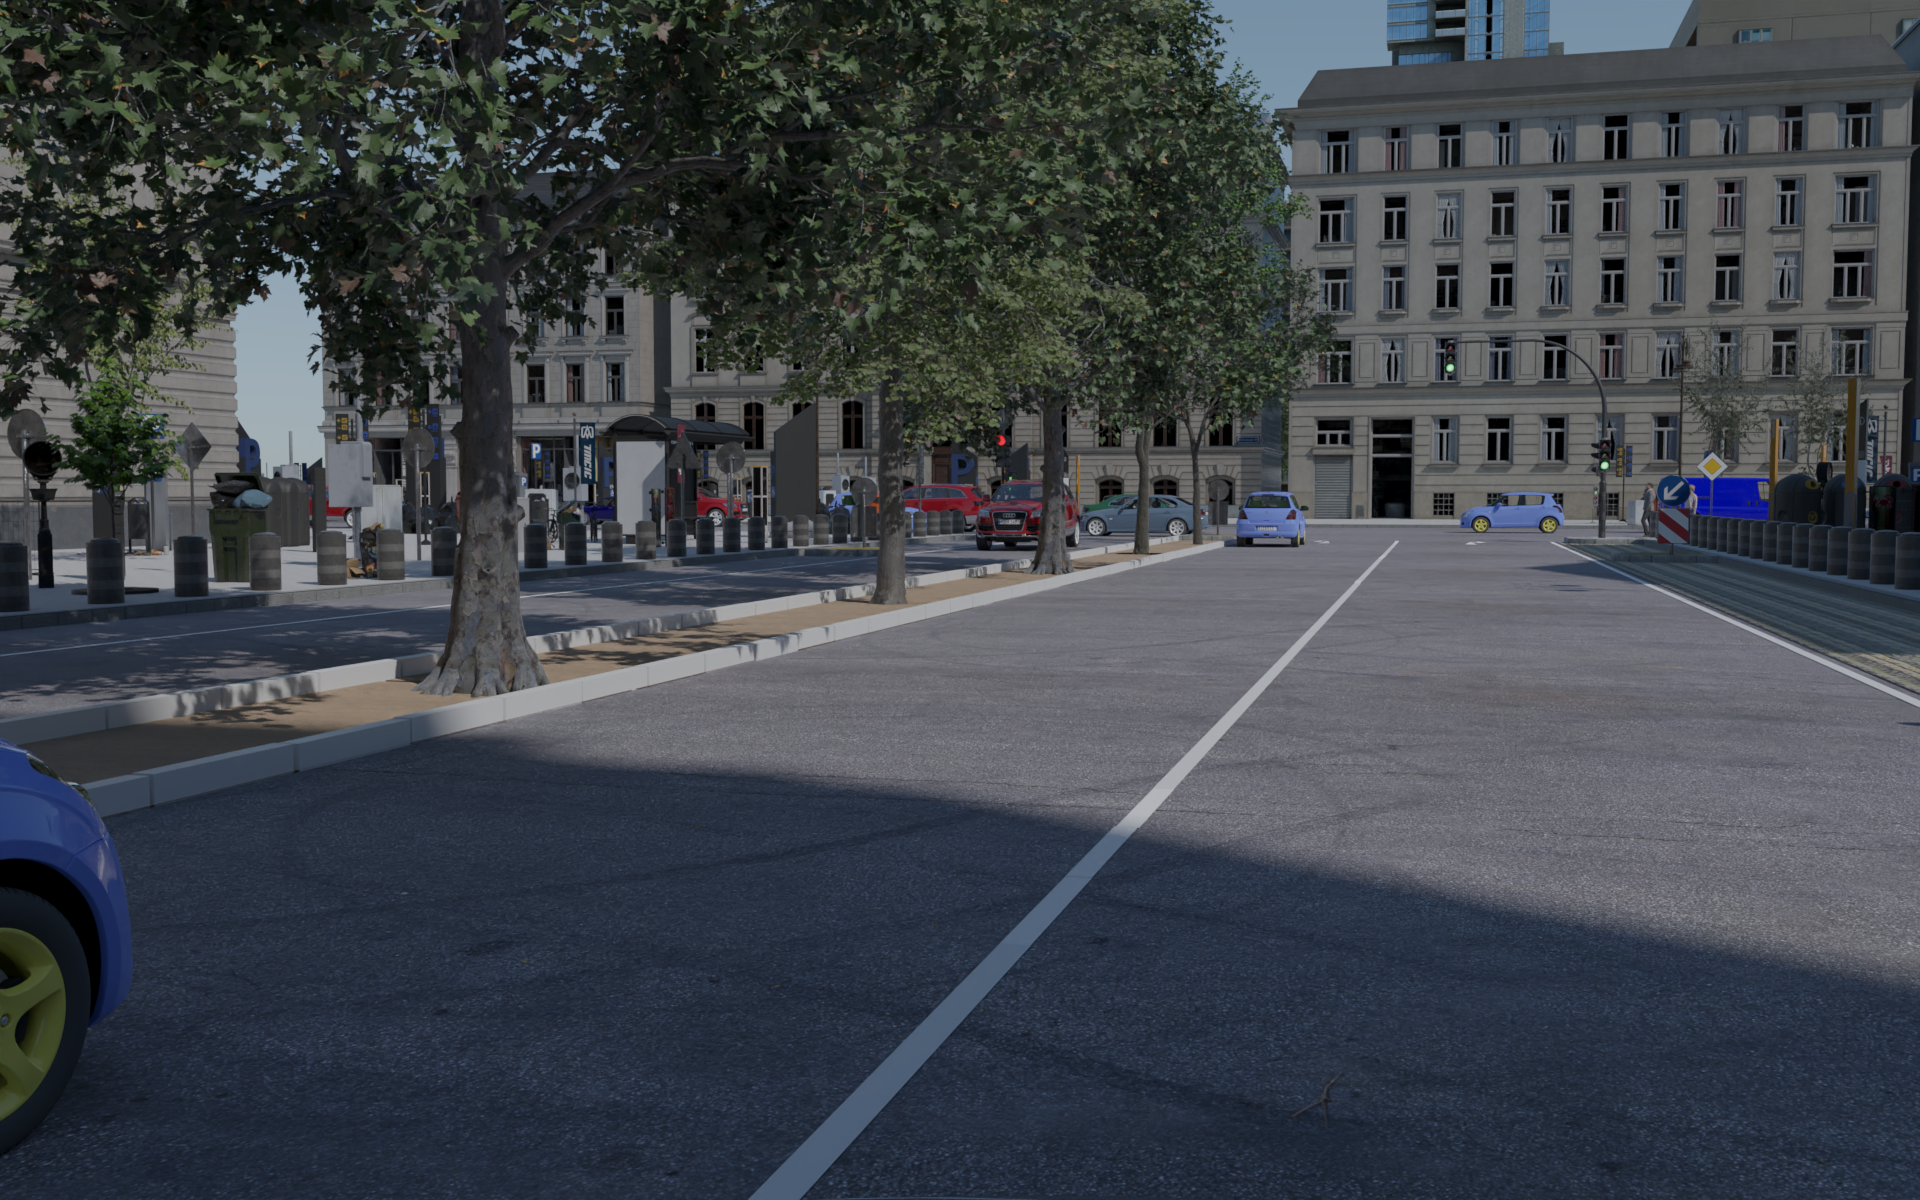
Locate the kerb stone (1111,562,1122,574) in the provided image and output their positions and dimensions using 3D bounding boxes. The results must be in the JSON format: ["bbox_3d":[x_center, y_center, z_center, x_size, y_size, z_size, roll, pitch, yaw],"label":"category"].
[{"bbox_3d":[2.723,-0.547,31.196,0.120,0.150,1.000,1,4,15],"label":"kerb stone"}]

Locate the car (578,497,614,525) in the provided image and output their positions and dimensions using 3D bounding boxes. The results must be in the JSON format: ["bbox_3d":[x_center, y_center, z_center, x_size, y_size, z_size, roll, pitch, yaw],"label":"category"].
[{"bbox_3d":[-16.127,-4.173,80.808,3.894,1.354,1.945,1,4,14],"label":"car"}]

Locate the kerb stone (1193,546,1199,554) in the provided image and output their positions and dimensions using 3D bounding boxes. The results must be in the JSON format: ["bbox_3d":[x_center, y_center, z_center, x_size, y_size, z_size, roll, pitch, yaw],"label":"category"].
[{"bbox_3d":[5.476,-1.148,41.091,0.120,0.150,1.000,1,4,15],"label":"kerb stone"}]

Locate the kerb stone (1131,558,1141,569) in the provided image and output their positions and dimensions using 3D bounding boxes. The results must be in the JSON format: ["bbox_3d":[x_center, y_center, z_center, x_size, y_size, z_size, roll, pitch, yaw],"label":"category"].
[{"bbox_3d":[3.266,-0.668,33.172,0.120,0.150,1.000,1,4,15],"label":"kerb stone"}]

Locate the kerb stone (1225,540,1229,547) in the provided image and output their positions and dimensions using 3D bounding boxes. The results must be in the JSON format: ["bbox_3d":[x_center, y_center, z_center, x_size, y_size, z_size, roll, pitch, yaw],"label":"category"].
[{"bbox_3d":[7.122,-1.519,47.026,0.120,0.150,1.000,1,4,15],"label":"kerb stone"}]

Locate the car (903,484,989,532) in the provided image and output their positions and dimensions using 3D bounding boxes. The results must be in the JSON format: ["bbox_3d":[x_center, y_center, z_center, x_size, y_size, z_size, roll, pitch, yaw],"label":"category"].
[{"bbox_3d":[-1.360,-3.484,65.632,5.304,1.827,2.281,1,4,17],"label":"car"}]

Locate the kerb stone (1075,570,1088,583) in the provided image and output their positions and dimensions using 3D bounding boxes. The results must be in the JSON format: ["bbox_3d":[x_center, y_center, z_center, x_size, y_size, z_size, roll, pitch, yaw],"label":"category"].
[{"bbox_3d":[1.890,-0.369,28.224,0.120,0.150,1.000,1,4,15],"label":"kerb stone"}]

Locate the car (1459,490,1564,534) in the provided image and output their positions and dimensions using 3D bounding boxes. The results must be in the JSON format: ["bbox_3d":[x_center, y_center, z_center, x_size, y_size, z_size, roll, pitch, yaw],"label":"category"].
[{"bbox_3d":[20.347,-3.321,63.895,3.694,1.707,1.945,1,4,15],"label":"car"}]

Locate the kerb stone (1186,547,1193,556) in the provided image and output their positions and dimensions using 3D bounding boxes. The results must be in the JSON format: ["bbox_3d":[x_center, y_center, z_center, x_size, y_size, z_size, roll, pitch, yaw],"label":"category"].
[{"bbox_3d":[5.198,-1.094,40.104,0.120,0.150,1.000,1,4,15],"label":"kerb stone"}]

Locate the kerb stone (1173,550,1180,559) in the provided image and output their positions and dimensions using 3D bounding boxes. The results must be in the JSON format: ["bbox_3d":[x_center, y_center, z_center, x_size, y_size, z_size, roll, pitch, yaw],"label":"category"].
[{"bbox_3d":[4.645,-0.974,38.122,0.120,0.150,1.000,1,4,15],"label":"kerb stone"}]

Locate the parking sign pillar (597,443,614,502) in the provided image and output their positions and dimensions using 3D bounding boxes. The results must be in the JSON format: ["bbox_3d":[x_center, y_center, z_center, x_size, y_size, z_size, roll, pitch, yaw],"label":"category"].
[{"bbox_3d":[-18.390,-6.274,91.044,1.447,3.967,1.447,3,5,40],"label":"parking sign pillar"}]

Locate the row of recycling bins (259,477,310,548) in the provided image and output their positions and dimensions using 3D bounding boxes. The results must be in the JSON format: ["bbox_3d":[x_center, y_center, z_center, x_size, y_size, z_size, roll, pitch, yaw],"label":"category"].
[{"bbox_3d":[-16.640,-2.119,41.766,1.069,1.692,3.534,0,4,2],"label":"row of recycling bins"}]

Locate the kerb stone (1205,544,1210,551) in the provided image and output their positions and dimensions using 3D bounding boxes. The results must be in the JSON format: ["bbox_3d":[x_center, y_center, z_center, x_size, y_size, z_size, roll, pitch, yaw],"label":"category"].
[{"bbox_3d":[6.018,-1.277,43.071,0.120,0.150,1.000,1,4,15],"label":"kerb stone"}]

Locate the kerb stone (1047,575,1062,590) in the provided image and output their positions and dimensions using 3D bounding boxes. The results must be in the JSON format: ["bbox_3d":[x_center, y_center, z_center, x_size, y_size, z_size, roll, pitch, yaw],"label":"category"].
[{"bbox_3d":[1.344,-0.241,26.238,0.120,0.150,1.000,1,4,15],"label":"kerb stone"}]

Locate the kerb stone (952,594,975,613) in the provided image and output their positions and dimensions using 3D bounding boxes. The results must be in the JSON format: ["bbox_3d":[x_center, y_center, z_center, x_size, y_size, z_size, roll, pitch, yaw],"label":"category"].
[{"bbox_3d":[-0.036,0.055,21.291,0.120,0.150,1.000,1,4,15],"label":"kerb stone"}]

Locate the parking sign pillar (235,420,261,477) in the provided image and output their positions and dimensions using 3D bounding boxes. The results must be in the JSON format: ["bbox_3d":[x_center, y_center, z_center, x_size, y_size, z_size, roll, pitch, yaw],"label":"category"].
[{"bbox_3d":[-24.845,-4.398,60.378,1.447,3.967,1.447,0,4,3],"label":"parking sign pillar"}]

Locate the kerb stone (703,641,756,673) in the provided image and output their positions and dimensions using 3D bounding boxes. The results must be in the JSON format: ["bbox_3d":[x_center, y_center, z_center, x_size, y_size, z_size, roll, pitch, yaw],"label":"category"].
[{"bbox_3d":[-1.957,0.479,14.370,0.120,0.150,1.000,1,4,15],"label":"kerb stone"}]

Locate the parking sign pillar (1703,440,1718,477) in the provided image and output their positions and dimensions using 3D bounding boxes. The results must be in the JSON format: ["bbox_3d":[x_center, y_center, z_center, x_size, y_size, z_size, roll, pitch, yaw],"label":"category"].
[{"bbox_3d":[33.400,-5.420,77.096,1.447,3.967,1.447,2,4,29],"label":"parking sign pillar"}]

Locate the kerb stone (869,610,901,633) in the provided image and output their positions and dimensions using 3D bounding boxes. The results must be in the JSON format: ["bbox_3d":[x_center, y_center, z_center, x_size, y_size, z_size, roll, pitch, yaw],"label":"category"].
[{"bbox_3d":[-0.858,0.237,18.326,0.120,0.150,1.000,1,4,15],"label":"kerb stone"}]

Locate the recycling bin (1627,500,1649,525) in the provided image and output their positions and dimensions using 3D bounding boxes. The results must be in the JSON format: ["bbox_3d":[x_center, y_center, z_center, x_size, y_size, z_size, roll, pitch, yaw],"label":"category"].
[{"bbox_3d":[27.884,-3.579,71.066,0.722,1.027,0.722,0,4,-3],"label":"recycling bin"}]

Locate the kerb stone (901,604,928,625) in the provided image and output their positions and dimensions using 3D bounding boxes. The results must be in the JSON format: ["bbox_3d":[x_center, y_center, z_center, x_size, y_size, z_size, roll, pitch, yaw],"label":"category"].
[{"bbox_3d":[-0.587,0.178,19.316,0.120,0.150,1.000,1,4,15],"label":"kerb stone"}]

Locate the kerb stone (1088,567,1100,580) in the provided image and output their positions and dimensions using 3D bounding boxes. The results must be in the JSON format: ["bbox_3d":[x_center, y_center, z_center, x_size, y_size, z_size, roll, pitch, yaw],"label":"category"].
[{"bbox_3d":[2.166,-0.429,29.214,0.120,0.150,1.000,1,4,15],"label":"kerb stone"}]

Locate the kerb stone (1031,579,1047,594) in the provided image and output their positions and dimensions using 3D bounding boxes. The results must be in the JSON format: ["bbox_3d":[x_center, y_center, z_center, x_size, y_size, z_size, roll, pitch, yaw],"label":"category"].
[{"bbox_3d":[1.068,-0.187,25.251,0.120,0.150,1.000,1,4,15],"label":"kerb stone"}]

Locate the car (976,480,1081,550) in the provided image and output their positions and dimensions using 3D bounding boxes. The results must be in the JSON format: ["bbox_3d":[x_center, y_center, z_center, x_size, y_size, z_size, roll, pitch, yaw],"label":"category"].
[{"bbox_3d":[1.846,-2.257,45.572,2.281,1.827,5.304,1,4,14],"label":"car"}]

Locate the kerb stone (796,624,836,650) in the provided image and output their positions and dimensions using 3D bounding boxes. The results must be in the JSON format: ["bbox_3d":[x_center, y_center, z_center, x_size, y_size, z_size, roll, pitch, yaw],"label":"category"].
[{"bbox_3d":[-1.420,0.358,16.350,0.120,0.150,1.000,1,4,15],"label":"kerb stone"}]

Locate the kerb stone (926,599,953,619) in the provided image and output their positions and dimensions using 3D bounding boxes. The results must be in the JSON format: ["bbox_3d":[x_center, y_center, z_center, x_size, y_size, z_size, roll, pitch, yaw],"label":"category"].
[{"bbox_3d":[-0.311,0.116,20.303,0.120,0.150,1.000,1,4,15],"label":"kerb stone"}]

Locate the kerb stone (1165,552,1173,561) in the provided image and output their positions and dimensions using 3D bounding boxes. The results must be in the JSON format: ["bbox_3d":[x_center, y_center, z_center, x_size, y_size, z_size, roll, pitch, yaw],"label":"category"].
[{"bbox_3d":[4.379,-0.914,37.131,0.120,0.150,1.000,1,4,15],"label":"kerb stone"}]

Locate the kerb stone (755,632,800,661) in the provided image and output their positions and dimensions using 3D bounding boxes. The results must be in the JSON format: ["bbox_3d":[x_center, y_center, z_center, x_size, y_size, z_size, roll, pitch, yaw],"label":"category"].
[{"bbox_3d":[-1.675,0.423,15.358,0.120,0.150,1.000,1,4,15],"label":"kerb stone"}]

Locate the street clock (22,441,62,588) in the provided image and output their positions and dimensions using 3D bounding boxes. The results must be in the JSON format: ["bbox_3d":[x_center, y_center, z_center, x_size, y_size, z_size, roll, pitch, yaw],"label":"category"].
[{"bbox_3d":[-12.483,-1.164,23.604,0.471,2.002,0.358,-2,4,-30],"label":"street clock"}]

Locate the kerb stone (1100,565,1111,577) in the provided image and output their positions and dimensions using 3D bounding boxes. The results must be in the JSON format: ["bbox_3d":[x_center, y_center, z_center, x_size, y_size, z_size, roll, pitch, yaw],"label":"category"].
[{"bbox_3d":[2.445,-0.490,30.209,0.120,0.150,1.000,1,4,15],"label":"kerb stone"}]

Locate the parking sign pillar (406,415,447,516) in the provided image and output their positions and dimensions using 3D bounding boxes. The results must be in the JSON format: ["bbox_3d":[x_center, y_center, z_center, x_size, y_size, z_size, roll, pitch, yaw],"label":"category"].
[{"bbox_3d":[-18.383,-4.352,59.634,1.447,3.967,1.447,1,4,13],"label":"parking sign pillar"}]

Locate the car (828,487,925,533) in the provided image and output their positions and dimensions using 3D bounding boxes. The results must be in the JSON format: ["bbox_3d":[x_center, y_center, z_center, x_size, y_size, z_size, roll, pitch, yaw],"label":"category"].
[{"bbox_3d":[-2.892,-3.133,60.822,3.694,1.707,1.945,1,4,17],"label":"car"}]

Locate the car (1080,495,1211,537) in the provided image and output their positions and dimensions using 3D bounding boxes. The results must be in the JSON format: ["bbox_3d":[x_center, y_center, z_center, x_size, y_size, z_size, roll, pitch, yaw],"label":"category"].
[{"bbox_3d":[6.255,-2.861,58.782,4.499,1.417,2.014,1,4,17],"label":"car"}]

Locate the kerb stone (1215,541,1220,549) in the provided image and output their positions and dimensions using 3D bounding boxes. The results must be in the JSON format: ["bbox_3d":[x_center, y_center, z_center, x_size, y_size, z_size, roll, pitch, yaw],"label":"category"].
[{"bbox_3d":[6.572,-1.397,45.044,0.120,0.150,1.000,1,4,15],"label":"kerb stone"}]

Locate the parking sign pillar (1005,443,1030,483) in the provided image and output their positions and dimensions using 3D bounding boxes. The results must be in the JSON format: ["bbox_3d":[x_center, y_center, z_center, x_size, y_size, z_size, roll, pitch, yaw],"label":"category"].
[{"bbox_3d":[3.044,-6.293,91.356,1.447,3.967,1.447,2,4,29],"label":"parking sign pillar"}]

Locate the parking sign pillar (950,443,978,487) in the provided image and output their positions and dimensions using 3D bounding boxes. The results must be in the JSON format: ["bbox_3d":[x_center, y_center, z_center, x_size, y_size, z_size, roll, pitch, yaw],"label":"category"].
[{"bbox_3d":[0.200,-5.857,84.233,1.447,3.967,1.447,1,4,15],"label":"parking sign pillar"}]

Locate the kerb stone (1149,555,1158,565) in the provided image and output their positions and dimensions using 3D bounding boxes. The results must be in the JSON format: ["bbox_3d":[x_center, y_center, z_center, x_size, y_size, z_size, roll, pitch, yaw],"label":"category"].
[{"bbox_3d":[3.820,-0.792,35.149,0.120,0.150,1.000,1,4,15],"label":"kerb stone"}]

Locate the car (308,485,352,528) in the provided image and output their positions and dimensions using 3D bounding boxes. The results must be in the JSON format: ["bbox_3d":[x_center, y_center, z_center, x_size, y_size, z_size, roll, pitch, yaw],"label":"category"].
[{"bbox_3d":[-26.806,-4.001,74.086,5.304,1.827,2.281,1,4,15],"label":"car"}]

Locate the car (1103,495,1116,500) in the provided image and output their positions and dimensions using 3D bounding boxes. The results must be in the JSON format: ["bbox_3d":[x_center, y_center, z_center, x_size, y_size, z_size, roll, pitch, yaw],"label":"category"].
[{"bbox_3d":[7.379,-3.568,68.128,4.222,1.686,2.009,1,4,16],"label":"car"}]

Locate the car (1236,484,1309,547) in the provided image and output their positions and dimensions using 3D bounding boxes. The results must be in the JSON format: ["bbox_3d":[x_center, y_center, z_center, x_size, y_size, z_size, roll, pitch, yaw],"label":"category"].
[{"bbox_3d":[8.640,-2.345,47.932,1.945,1.707,3.694,1,4,15],"label":"car"}]

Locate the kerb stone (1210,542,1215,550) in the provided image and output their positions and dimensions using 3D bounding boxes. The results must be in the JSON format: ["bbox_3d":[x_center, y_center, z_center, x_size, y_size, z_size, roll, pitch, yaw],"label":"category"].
[{"bbox_3d":[6.299,-1.337,44.056,0.120,0.150,1.000,1,4,15],"label":"kerb stone"}]

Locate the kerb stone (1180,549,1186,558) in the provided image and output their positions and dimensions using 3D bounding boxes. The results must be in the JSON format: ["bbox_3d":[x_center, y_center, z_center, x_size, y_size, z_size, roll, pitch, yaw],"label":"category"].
[{"bbox_3d":[4.925,-1.030,39.117,0.120,0.150,1.000,1,4,15],"label":"kerb stone"}]

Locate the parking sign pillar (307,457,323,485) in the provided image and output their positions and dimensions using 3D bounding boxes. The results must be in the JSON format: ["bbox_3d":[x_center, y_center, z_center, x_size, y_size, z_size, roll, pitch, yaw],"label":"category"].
[{"bbox_3d":[-47.293,-8.481,127.142,1.447,3.967,1.447,1,4,14],"label":"parking sign pillar"}]

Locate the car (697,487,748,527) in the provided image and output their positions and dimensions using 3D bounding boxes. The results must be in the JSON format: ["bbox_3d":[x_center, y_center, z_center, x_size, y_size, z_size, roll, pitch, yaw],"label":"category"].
[{"bbox_3d":[-11.931,-4.154,76.591,5.304,1.827,2.281,1,4,16],"label":"car"}]

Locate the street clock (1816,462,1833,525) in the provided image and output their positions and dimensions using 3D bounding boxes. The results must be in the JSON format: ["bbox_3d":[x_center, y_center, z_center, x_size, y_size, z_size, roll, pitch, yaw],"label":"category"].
[{"bbox_3d":[19.463,-2.108,39.033,0.358,2.002,0.471,3,5,41],"label":"street clock"}]

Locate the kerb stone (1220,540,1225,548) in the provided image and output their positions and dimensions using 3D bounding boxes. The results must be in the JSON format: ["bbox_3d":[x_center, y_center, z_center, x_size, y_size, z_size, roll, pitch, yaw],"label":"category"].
[{"bbox_3d":[6.844,-1.458,46.032,0.120,0.150,1.000,1,4,15],"label":"kerb stone"}]

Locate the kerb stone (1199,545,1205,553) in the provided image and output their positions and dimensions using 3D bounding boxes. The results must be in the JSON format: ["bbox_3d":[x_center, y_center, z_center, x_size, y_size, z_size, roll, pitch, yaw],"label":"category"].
[{"bbox_3d":[5.753,-1.216,42.081,0.120,0.150,1.000,1,4,15],"label":"kerb stone"}]

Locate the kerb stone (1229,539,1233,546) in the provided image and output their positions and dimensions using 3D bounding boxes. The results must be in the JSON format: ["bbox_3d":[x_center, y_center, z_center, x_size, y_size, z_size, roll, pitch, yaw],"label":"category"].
[{"bbox_3d":[7.390,-1.579,48.015,0.120,0.150,1.000,1,4,15],"label":"kerb stone"}]

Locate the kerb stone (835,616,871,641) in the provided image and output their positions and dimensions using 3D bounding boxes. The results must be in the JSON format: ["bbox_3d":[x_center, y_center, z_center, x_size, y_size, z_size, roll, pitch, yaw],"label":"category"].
[{"bbox_3d":[-1.134,0.297,17.334,0.120,0.150,1.000,1,4,15],"label":"kerb stone"}]

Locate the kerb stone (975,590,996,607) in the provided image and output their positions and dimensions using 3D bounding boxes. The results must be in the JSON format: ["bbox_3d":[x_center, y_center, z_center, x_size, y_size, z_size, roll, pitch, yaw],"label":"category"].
[{"bbox_3d":[0.244,-0.005,22.279,0.120,0.150,1.000,1,4,15],"label":"kerb stone"}]

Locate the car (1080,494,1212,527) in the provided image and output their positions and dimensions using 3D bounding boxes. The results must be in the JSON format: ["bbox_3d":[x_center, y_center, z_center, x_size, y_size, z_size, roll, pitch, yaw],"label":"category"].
[{"bbox_3d":[6.892,-3.200,64.119,4.920,1.459,2.131,1,4,17],"label":"car"}]

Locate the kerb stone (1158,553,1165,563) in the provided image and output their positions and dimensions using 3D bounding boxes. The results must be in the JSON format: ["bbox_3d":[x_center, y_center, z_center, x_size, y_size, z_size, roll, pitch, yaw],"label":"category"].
[{"bbox_3d":[4.086,-0.853,36.139,0.120,0.150,1.000,1,4,15],"label":"kerb stone"}]

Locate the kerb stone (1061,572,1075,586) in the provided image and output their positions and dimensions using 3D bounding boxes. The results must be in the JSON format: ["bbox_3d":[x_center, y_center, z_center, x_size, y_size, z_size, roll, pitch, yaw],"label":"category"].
[{"bbox_3d":[1.613,-0.308,27.230,0.120,0.150,1.000,1,4,15],"label":"kerb stone"}]

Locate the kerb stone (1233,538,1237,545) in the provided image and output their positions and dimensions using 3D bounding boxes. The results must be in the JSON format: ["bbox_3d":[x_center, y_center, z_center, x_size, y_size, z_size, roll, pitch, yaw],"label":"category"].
[{"bbox_3d":[7.673,-1.640,49.004,0.120,0.150,1.000,1,4,15],"label":"kerb stone"}]

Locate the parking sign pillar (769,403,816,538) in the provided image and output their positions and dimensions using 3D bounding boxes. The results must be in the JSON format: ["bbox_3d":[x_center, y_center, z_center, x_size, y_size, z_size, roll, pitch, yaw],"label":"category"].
[{"bbox_3d":[-4.893,-3.817,50.883,1.447,3.967,1.447,-2,4,-29],"label":"parking sign pillar"}]

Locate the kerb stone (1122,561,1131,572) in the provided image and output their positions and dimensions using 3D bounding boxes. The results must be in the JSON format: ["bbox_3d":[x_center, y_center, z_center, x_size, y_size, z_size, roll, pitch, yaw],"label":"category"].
[{"bbox_3d":[2.991,-0.611,32.185,0.120,0.150,1.000,1,4,15],"label":"kerb stone"}]

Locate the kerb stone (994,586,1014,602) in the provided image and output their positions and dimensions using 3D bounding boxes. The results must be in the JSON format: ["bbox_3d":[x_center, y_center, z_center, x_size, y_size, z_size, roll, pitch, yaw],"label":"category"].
[{"bbox_3d":[0.516,-0.066,23.274,0.120,0.150,1.000,1,4,15],"label":"kerb stone"}]

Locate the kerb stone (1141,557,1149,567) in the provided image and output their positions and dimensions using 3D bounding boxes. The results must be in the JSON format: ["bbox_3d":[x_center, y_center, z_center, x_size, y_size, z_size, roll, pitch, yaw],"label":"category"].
[{"bbox_3d":[3.544,-0.732,34.160,0.120,0.150,1.000,1,4,15],"label":"kerb stone"}]

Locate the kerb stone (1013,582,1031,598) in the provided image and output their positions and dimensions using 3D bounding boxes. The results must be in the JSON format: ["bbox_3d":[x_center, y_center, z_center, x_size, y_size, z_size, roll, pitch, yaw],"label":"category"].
[{"bbox_3d":[0.793,-0.126,24.261,0.120,0.150,1.000,1,4,15],"label":"kerb stone"}]

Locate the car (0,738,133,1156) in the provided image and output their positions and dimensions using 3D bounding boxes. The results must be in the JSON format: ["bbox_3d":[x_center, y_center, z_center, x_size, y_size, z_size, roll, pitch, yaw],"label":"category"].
[{"bbox_3d":[-3.178,0.412,2.855,1.945,1.707,3.694,1,4,17],"label":"car"}]
